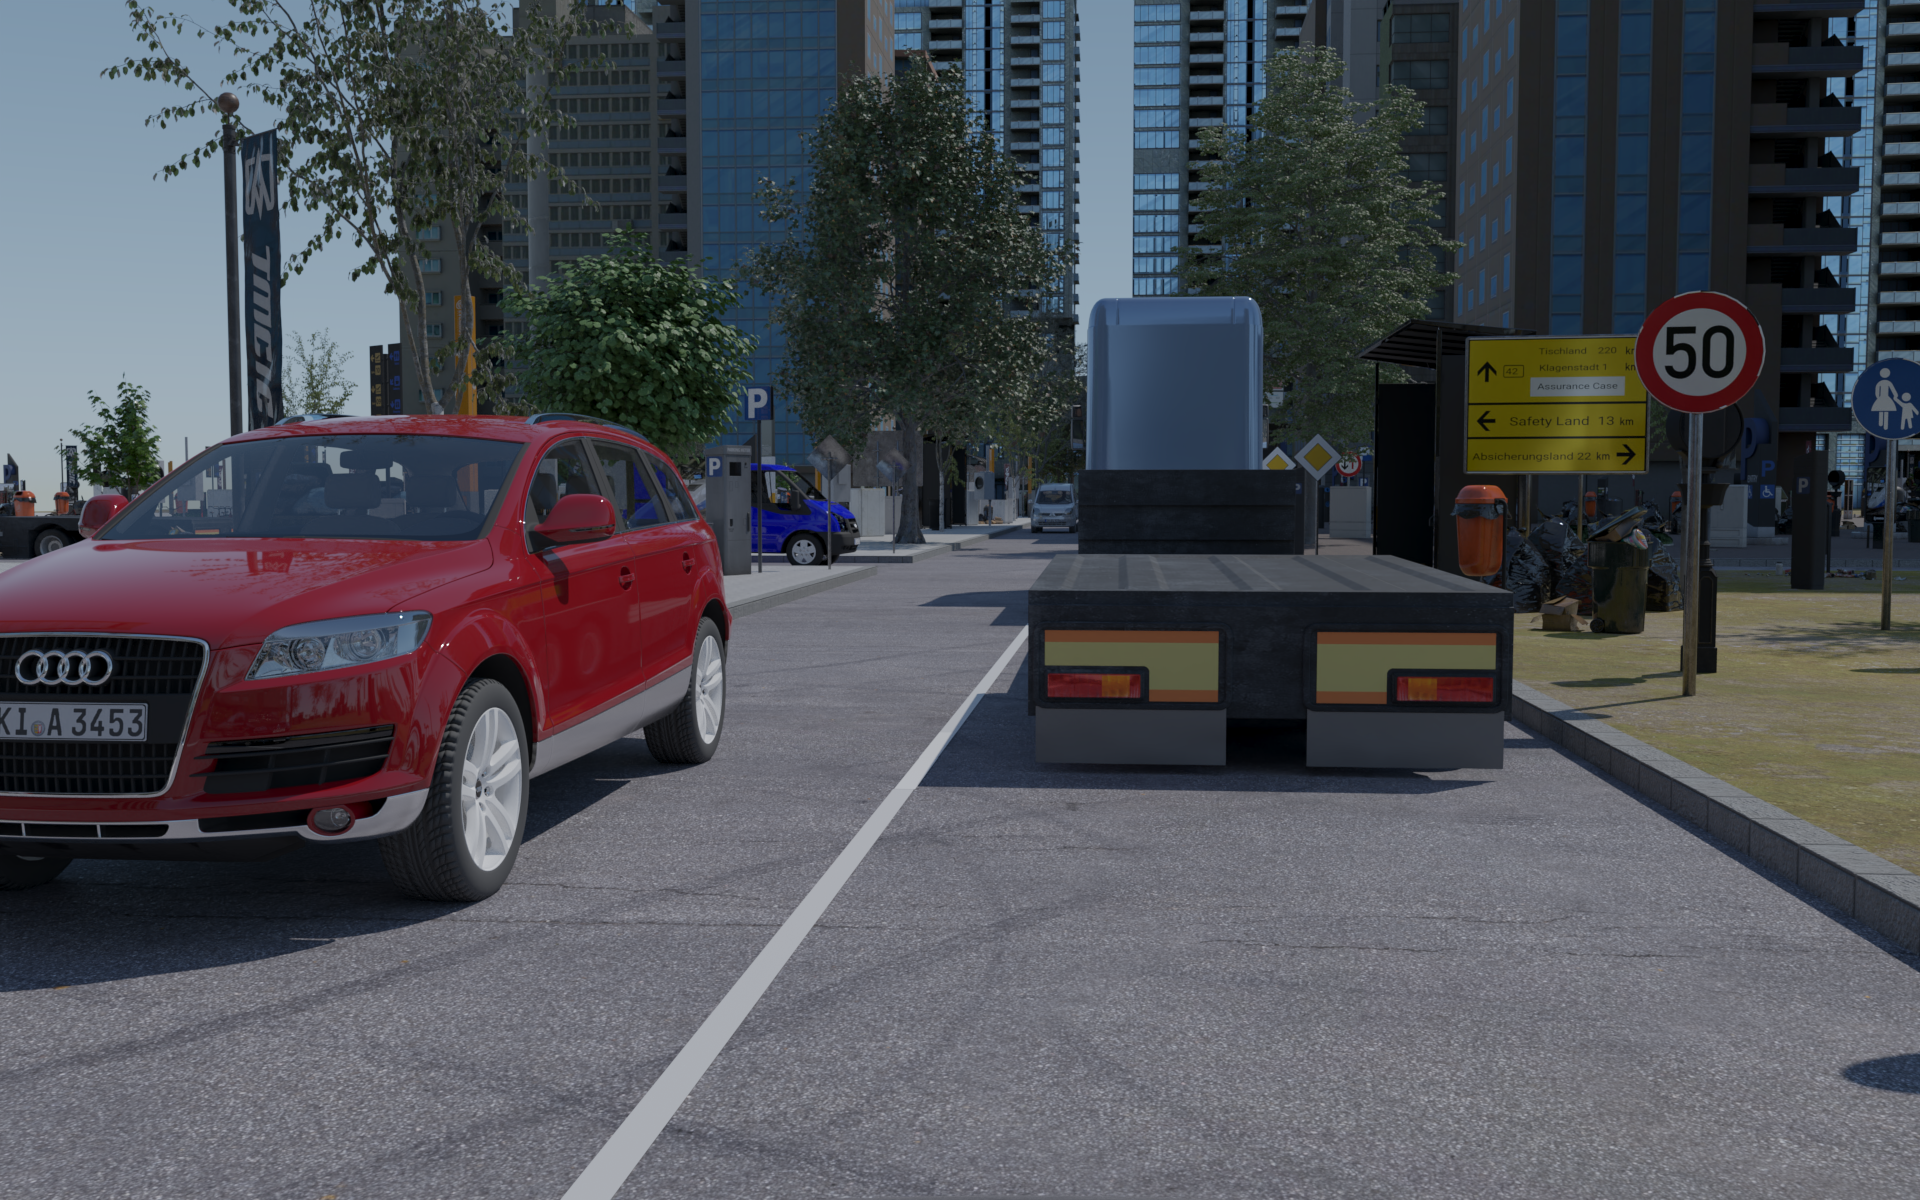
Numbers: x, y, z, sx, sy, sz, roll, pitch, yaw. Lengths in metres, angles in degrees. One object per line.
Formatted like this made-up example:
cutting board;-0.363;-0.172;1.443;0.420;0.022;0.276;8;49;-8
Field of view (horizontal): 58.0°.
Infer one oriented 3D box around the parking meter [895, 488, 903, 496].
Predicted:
parking meter;-2.712;-4.216;77.342;0.372;1.533;0.369;0;3;0

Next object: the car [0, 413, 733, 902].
car;-2.478;0.050;7.857;2.281;1.827;5.304;0;4;6

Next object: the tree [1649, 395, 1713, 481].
tree;27.615;-7.087;66.235;4.737;8.622;4.395;0;3;0

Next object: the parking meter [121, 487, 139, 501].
parking meter;-18.812;-1.888;39.283;0.372;1.533;0.369;0;3;0

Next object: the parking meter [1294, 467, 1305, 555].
parking meter;6.989;-1.862;36.162;0.399;1.863;0.255;0;4;6

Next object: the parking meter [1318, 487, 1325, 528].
parking meter;13.441;-3.447;64.775;0.372;1.533;0.369;0;3;0

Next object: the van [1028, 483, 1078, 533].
van;3.573;-3.526;64.655;2.013;2.044;4.112;0;4;7

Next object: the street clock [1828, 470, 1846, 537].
street clock;26.398;-2.913;52.202;0.358;2.002;0.471;-1;4;-17

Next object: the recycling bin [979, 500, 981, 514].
recycling bin;0.555;-4.119;79.903;0.722;1.027;0.722;0;4;-8

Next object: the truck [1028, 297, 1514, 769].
truck;2.405;-1.724;17.954;2.967;4.110;18.799;0;4;5

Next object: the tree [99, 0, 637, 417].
tree;-4.566;-3.921;14.474;4.360;8.622;3.978;0;3;0

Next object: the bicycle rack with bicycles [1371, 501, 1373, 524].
bicycle rack with bicycles;17.924;-3.782;75.214;2.852;0.926;2.925;-3;5;-40

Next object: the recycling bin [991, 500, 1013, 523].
recycling bin;1.840;-3.876;75.933;0.722;1.027;0.722;3;4;36

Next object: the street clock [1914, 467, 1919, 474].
street clock;26.045;-2.592;46.953;0.358;2.002;0.471;0;4;4

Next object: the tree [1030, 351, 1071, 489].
tree;2.519;-8.072;82.331;4.737;8.622;4.395;0;3;0

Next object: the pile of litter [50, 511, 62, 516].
pile of litter;-50.829;-5.129;97.820;1.176;0.858;1.719;2;4;35

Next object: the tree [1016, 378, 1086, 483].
tree;7.406;-12.207;134.002;8.767;10.594;7.601;3;5;44

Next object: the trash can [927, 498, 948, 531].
trash can;-0.778;-3.015;60.945;0.748;1.137;0.748;0;3;0

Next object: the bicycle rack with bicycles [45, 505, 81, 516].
bicycle rack with bicycles;-29.373;-2.805;59.242;2.925;0.926;2.852;0;4;8

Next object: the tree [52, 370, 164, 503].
tree;-13.005;-1.993;27.193;1.663;3.219;1.824;0;3;0

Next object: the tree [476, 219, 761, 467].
tree;-4.080;-2.271;20.846;4.285;4.588;4.351;0;3;0

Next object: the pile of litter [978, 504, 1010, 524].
pile of litter;1.334;-3.654;73.705;1.719;0.858;1.176;0;4;-6

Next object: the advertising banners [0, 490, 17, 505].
advertising banners;-41.680;-4.844;75.388;2.074;3.025;0.090;1;4;11

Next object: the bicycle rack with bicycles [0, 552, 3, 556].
bicycle rack with bicycles;-6.896;0.161;10.743;2.852;0.926;2.925;2;4;25

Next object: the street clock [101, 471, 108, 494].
street clock;-25.871;-2.935;52.562;0.471;2.002;0.358;-2;4;-33

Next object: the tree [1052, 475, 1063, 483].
tree;8.733;-9.698;153.171;1.663;3.219;1.824;0;3;0

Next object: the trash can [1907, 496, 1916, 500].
trash can;58.595;-5.812;106.676;0.748;1.137;0.748;0;3;0

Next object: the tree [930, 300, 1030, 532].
tree;-0.376;-6.609;58.419;4.737;8.622;4.395;0;3;0

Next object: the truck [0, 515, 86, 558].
truck;-23.987;-2.790;35.368;18.799;4.110;2.967;0;4;5

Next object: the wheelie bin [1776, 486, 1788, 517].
wheelie bin;32.080;-3.688;68.204;0.980;1.594;0.693;-2;4;-29

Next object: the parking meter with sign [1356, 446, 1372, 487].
parking meter with sign;14.769;-4.098;63.262;0.543;3.016;1.738;1;4;15

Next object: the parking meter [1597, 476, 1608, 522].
parking meter;21.022;-3.117;56.674;0.255;1.863;0.399;3;4;37

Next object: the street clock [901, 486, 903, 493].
street clock;-2.149;-3.900;68.336;0.358;2.002;0.471;-3;5;-41

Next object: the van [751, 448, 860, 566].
van;-4.572;-1.799;33.791;5.245;2.365;2.240;0;4;7

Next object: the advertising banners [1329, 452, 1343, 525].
advertising banners;15.439;-4.570;70.907;0.090;3.025;2.074;2;4;27

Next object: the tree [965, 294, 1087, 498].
tree;4.764;-11.918;105.230;12.009;13.543;11.850;0;3;0

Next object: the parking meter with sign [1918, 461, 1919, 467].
parking meter with sign;50.314;-5.755;90.355;0.543;3.016;1.738;2;4;27

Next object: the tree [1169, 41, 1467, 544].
tree;8.994;-7.735;44.587;7.486;12.596;7.792;0;3;0

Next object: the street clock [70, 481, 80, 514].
street clock;-45.914;-5.216;89.850;0.471;2.002;0.358;-1;4;-12

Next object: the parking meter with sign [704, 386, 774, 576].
parking meter with sign;-3.695;-1.906;27.423;0.543;3.016;1.738;2;4;32

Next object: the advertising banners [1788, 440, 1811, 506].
advertising banners;27.739;-3.733;57.219;0.090;3.025;2.074;1;4;9

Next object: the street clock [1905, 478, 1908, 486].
street clock;40.098;-4.184;72.974;0.471;2.002;0.358;3;5;43

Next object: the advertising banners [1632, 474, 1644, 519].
advertising banners;24.190;-4.016;61.843;0.090;3.025;2.074;1;4;11

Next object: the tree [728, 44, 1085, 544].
tree;-1.315;-7.814;44.769;9.611;12.733;9.660;0;3;0

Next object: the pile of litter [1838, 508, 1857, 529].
pile of litter;32.501;-3.046;63.771;1.719;0.858;1.176;-2;4;-30

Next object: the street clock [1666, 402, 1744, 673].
street clock;5.329;-0.481;12.440;0.471;2.002;0.358;0;4;-2

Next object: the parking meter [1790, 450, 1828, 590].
parking meter;11.439;-1.078;23.344;0.255;1.863;0.399;-1;4;-20

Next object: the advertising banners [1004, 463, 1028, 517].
advertising banners;3.180;-6.233;98.099;0.090;3.025;2.074;-3;5;-41
